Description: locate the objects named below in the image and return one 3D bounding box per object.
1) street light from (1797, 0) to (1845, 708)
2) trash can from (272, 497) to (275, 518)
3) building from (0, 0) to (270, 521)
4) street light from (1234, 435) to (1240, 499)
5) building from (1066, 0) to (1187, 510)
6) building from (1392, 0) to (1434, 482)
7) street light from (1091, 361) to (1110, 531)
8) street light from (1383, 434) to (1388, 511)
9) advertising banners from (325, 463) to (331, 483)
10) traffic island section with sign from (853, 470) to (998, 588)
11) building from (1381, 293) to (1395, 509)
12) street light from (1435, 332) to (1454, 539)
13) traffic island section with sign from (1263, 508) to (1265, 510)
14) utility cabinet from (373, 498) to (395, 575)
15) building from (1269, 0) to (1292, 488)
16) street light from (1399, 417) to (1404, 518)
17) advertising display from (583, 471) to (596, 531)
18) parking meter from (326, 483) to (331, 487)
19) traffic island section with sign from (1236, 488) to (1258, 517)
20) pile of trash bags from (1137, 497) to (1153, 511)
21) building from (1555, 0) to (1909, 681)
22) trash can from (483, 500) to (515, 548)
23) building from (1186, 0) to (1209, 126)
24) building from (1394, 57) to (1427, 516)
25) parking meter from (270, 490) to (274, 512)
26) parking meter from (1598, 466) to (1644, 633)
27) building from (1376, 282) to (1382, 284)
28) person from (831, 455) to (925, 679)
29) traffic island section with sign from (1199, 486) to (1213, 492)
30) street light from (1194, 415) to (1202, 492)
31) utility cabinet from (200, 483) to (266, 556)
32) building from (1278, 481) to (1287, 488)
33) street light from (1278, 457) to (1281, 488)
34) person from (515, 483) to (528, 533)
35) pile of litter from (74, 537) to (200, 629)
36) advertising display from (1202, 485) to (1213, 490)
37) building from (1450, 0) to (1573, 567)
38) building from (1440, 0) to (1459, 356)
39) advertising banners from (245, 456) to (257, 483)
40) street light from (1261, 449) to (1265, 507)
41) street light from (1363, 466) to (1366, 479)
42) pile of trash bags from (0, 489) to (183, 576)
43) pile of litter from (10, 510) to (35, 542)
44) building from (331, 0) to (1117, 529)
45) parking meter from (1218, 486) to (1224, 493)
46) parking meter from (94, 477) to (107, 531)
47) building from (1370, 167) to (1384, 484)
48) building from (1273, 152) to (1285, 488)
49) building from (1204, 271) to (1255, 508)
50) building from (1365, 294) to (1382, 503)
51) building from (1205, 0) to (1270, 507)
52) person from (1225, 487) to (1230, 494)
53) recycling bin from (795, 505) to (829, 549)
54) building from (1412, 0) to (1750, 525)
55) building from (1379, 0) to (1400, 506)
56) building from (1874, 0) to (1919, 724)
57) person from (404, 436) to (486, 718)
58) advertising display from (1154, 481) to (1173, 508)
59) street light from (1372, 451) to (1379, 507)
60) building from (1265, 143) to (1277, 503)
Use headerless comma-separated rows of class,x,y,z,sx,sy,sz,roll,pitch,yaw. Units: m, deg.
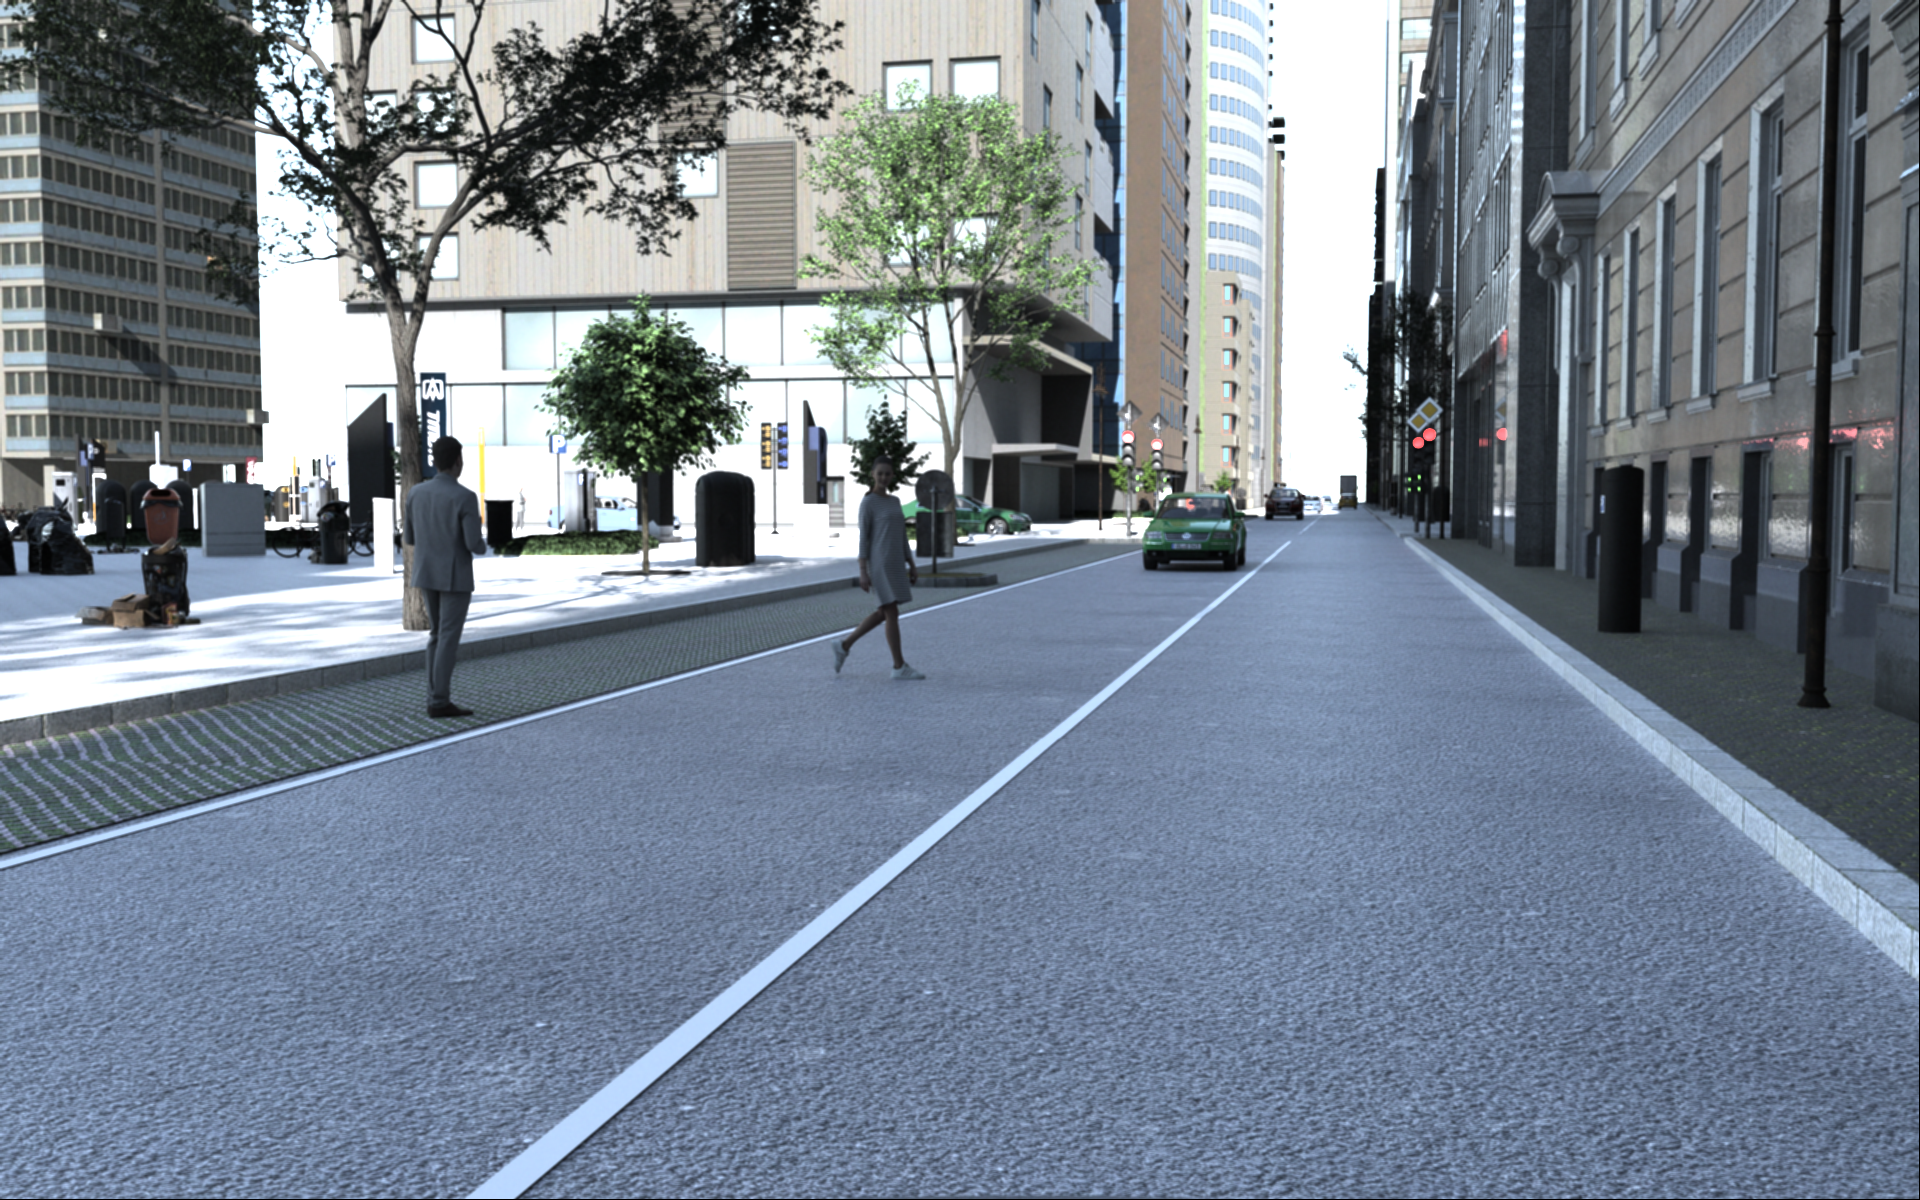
street light,5.159,-2.294,10.287,0.468,5.910,1.993,1,4,13
trash can,-37.174,-5.065,94.470,0.748,1.137,0.748,0,3,0
building,-52.465,-24.278,88.830,23.993,40.220,32.217,1,4,13
street light,21.604,-9.918,134.947,0.468,5.910,1.993,1,4,13
building,5.668,-27.627,101.809,14.600,45.320,14.200,1,4,13
building,42.259,-27.878,139.407,14.154,41.232,14.086,1,4,13
street light,4.916,-5.362,60.453,0.468,5.910,1.993,1,4,13
street light,31.972,-9.641,130.411,0.468,5.910,1.993,1,4,13
advertising banners,-35.059,-6.199,97.549,0.090,3.025,2.074,1,4,17
traffic island section with sign,-0.471,-1.142,27.293,1.989,1.847,2.006,1,4,13
building,53.630,-19.278,160.237,27.650,21.520,28.899,1,4,13
street light,13.809,-4.689,49.450,0.468,5.910,1.993,1,4,13
traffic island section with sign,28.387,-9.020,156.102,1.989,1.847,2.006,1,4,13
utility cabinet,-9.315,-1.034,28.061,0.306,1.237,1.020,-1,4,-16
building,40.693,-58.471,268.673,22.319,86.520,31.000,1,4,13
street light,23.260,-7.244,91.223,0.468,5.910,1.993,1,4,13
advertising display,-10.420,-2.660,48.712,0.123,1.923,0.974,0,4,1
parking meter,-32.811,-5.154,89.981,0.255,1.863,0.399,1,4,10
traffic island section with sign,17.494,-6.046,107.485,1.989,1.847,2.006,1,4,13
pile of trash bags,11.034,-5.074,92.710,3.447,1.369,1.912,2,4,28
building,14.338,-14.230,18.571,13.634,28.700,20.117,1,4,13
trash can,-10.994,-1.817,41.360,0.748,1.137,0.748,0,3,0
building,10.004,-26.912,123.613,14.154,41.232,14.086,1,4,13
building,34.696,-20.590,114.140,11.434,29.767,29.804,1,4,13
parking meter,-48.720,-6.989,122.685,0.372,1.533,0.369,0,3,0
parking meter,6.153,-0.472,16.121,0.372,1.533,0.369,0,3,0
building,75.805,-39.675,268.296,23.786,49.044,30.456,1,4,13
person,-0.644,-0.257,13.455,0.760,1.731,0.466,0,4,6
traffic island section with sign,11.510,-4.414,80.798,1.989,1.847,2.006,1,4,13
street light,13.659,-7.756,99.595,0.468,5.910,1.993,1,4,13
utility cabinet,-14.914,-1.643,35.541,1.173,1.500,0.318,-3,5,-39
building,29.690,-33.753,243.735,32.217,40.220,23.993,1,4,13
street light,39.842,-14.880,216.074,0.468,5.910,1.993,1,4,13
person,-14.709,-3.025,58.149,0.526,1.800,0.537,0,4,-4
pile of litter,-8.121,-0.193,17.122,1.176,0.858,1.719,-1,4,-15
advertising display,17.448,-7.165,122.366,0.974,1.923,0.123,3,5,43
building,17.877,-13.478,38.382,12.078,24.808,19.932,1,4,13
building,27.033,-14.122,59.771,19.941,23.489,11.050,1,4,13
advertising banners,-33.600,-5.141,80.247,2.074,3.025,0.090,-3,4,-38
street light,30.429,-12.311,174.071,0.468,5.910,1.993,1,4,13
street light,58.240,-16.789,247.283,0.468,5.910,1.993,1,4,13
pile of trash bags,-14.484,-1.122,28.103,3.447,1.369,1.912,-1,4,-21
pile of litter,-25.529,-2.023,47.033,1.719,0.858,1.176,2,4,34
building,-8.043,-29.719,75.138,28.713,52.752,27.495,1,4,13
parking meter,18.179,-7.024,120.550,0.255,1.863,0.399,-2,4,-23
parking meter,-28.749,-3.197,57.980,0.399,1.863,0.255,2,4,30
building,65.044,-34.925,225.643,22.147,44.769,28.867,1,4,13
building,34.283,-35.040,223.022,14.600,45.320,14.200,1,4,13
building,10.909,-18.726,151.208,27.650,21.520,28.899,1,4,13
building,65.534,-29.154,248.366,14.160,30.474,14.107,1,4,13
building,20.214,-38.851,177.208,21.231,58.520,28.212,1,4,13
person,15.193,-5.558,99.214,0.795,1.843,0.661,1,4,16
recycling bin,-3.526,-1.750,41.161,0.722,1.027,0.722,-1,4,-13
building,30.731,-18.552,89.224,13.634,28.700,20.117,1,4,13
building,56.735,-39.516,188.092,21.231,58.520,28.212,1,4,13
building,8.162,-9.235,0.147,9.793,20.994,18.267,1,4,13
person,-3.256,-0.152,11.178,0.606,1.804,0.583,1,4,20
advertising display,10.213,-5.004,87.034,0.974,1.923,0.123,2,4,28
street light,40.051,-11.826,166.145,0.468,5.910,1.993,1,4,13
building,28.508,-31.432,197.515,14.154,41.232,14.086,1,4,13
